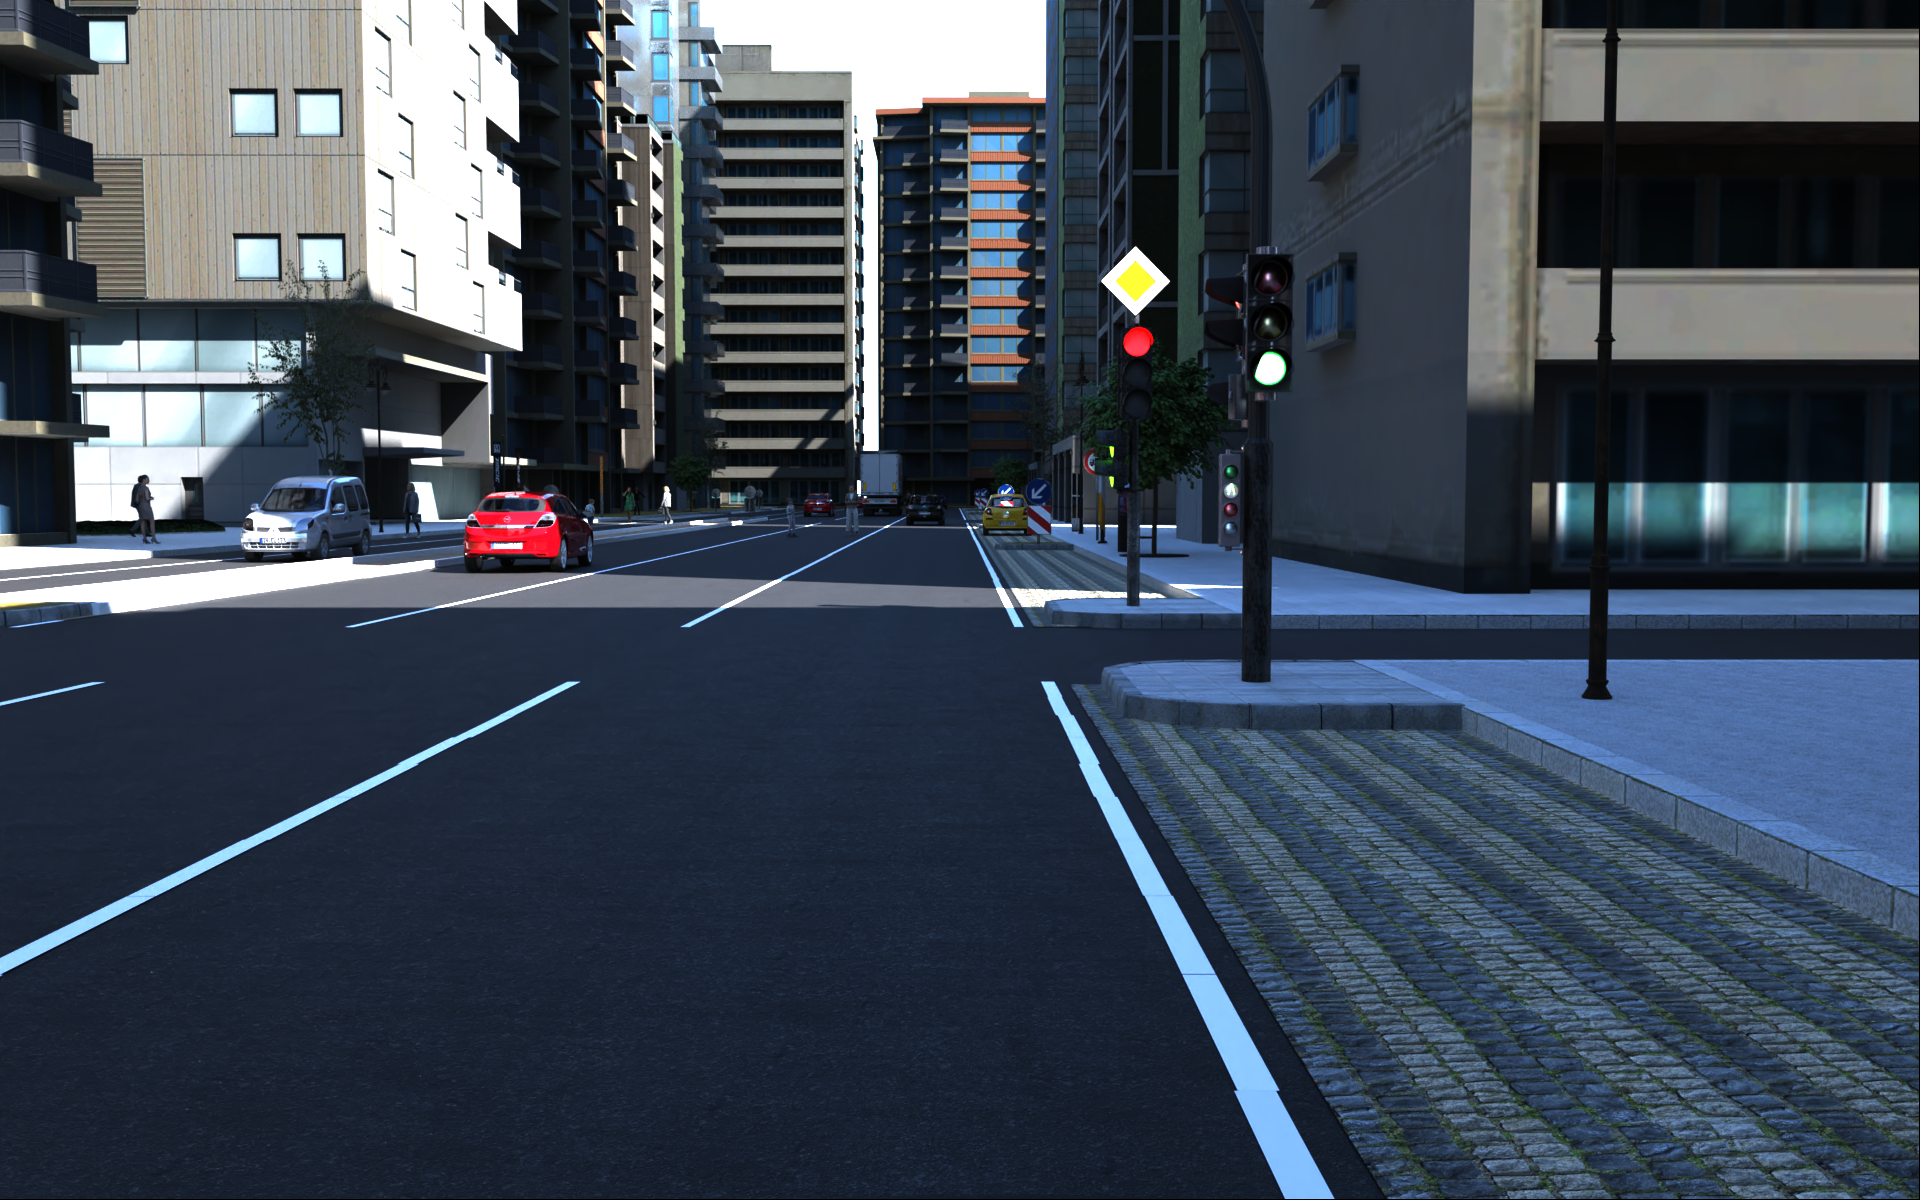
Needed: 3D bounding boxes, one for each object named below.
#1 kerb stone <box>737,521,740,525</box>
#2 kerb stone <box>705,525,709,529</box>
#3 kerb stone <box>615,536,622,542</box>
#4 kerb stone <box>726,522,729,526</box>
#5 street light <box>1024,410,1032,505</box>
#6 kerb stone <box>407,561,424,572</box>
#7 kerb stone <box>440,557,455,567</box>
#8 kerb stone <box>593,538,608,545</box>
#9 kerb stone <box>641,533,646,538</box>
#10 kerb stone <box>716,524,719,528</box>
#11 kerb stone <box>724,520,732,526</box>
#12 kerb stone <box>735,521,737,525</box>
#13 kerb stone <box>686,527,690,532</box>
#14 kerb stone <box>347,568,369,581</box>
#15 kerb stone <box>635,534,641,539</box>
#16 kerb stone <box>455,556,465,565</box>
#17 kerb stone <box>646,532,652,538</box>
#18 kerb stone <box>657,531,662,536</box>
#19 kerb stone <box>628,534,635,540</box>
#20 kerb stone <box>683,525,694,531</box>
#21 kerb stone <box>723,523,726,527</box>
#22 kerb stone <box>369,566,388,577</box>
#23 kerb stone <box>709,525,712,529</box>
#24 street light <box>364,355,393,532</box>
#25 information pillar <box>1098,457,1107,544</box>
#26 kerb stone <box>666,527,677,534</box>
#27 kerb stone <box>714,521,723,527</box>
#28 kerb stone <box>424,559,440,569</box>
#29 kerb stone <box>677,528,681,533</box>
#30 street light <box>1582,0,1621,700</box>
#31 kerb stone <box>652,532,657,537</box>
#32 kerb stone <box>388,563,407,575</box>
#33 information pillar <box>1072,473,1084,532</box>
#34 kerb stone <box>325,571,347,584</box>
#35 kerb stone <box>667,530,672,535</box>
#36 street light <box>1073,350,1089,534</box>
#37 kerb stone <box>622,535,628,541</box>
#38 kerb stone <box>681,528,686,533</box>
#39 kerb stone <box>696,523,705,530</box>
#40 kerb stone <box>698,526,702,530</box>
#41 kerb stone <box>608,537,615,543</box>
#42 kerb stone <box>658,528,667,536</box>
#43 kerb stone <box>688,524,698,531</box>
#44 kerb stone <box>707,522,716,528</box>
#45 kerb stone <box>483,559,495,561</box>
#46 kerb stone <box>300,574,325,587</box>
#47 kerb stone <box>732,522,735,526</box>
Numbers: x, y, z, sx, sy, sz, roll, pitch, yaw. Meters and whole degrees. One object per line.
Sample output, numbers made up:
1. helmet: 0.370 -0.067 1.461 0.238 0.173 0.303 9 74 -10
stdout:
1. kerb stone: -10.442 -3.558 80.376 0.120 0.150 1.000 0 4 0
2. kerb stone: -10.393 -2.932 70.128 0.120 0.150 1.000 0 4 0
3. kerb stone: -10.311 -1.795 51.670 0.120 0.150 1.000 0 4 0
4. kerb stone: -10.424 -3.307 76.269 0.120 0.150 1.000 0 4 0
5. street light: 3.680 -7.408 93.906 0.468 5.910 1.993 0 4 0
6. kerb stone: -10.219 -0.610 32.185 0.120 0.150 1.000 0 4 0
7. kerb stone: -10.237 -0.733 34.237 0.120 0.150 1.000 0 4 0
8. kerb stone: -10.306 -1.678 49.624 0.120 0.150 1.000 0 4 0
9. kerb stone: -10.331 -2.053 55.762 0.120 0.150 1.000 0 4 0
10. kerb stone: -10.403 -3.119 73.197 0.120 0.150 1.000 0 4 0
11. kerb stone: -10.429 -3.371 77.305 0.120 0.150 1.000 0 4 0
12. kerb stone: -10.432 -3.496 79.350 0.120 0.150 1.000 0 4 0
13. kerb stone: -10.379 -2.616 65.009 0.120 0.150 1.000 0 4 0
14. kerb stone: -10.213 -0.415 29.110 0.120 0.150 1.000 0 4 0
15. kerb stone: -10.327 -1.991 54.740 0.120 0.150 1.000 0 4 0
16. kerb stone: -10.242 -0.796 35.264 0.120 0.150 1.000 0 4 0
17. kerb stone: -10.332 -2.116 56.786 0.120 0.150 1.000 0 4 0
18. kerb stone: -10.339 -2.241 58.848 0.120 0.150 1.000 0 4 0
19. kerb stone: -10.315 -1.924 53.718 0.120 0.150 1.000 0 4 0
20. kerb stone: -10.380 -2.681 66.031 0.120 0.150 1.000 0 4 0
21. kerb stone: -10.423 -3.244 75.242 0.120 0.150 1.000 0 4 0
22. kerb stone: -10.217 -0.480 30.132 0.120 0.150 1.000 0 4 0
23. kerb stone: -10.404 -2.990 71.150 0.120 0.150 1.000 0 4 0
24. street light: -19.418 -5.208 57.933 0.468 5.910 1.993 0 4 0
25. information pillar: 3.683 -3.274 44.878 0.183 3.616 0.504 1 4 17
26. kerb stone: -10.360 -2.429 61.917 0.120 0.150 1.000 0 4 0
27. kerb stone: -10.408 -3.182 74.219 0.120 0.150 1.000 0 4 0
28. kerb stone: -10.240 -0.671 33.214 0.120 0.150 1.000 0 4 0
29. kerb stone: -10.364 -2.492 62.942 0.120 0.150 1.000 0 4 0
30. street light: 4.002 -2.319 10.705 0.468 5.910 1.993 0 4 0
31. kerb stone: -10.349 -2.179 57.820 0.120 0.150 1.000 0 4 0
32. kerb stone: -10.214 -0.548 31.163 0.120 0.150 1.000 0 4 0
33. information pillar: 4.027 -3.349 59.240 0.304 2.012 0.304 -2 4 -33
34. kerb stone: -10.211 -0.355 28.088 0.120 0.150 1.000 0 4 0
35. kerb stone: -10.349 -2.367 60.895 0.120 0.150 1.000 0 4 0
36. street light: 3.909 -5.076 55.773 0.468 5.910 1.993 0 4 0
37. kerb stone: -10.320 -1.865 52.692 0.120 0.150 1.000 0 4 0
38. kerb stone: -10.366 -2.555 63.973 0.120 0.150 1.000 0 4 0
39. kerb stone: -10.388 -2.869 69.104 0.120 0.150 1.000 0 4 0
40. kerb stone: -10.387 -2.806 68.078 0.120 0.150 1.000 0 4 0
41. kerb stone: -10.307 -1.740 50.646 0.120 0.150 1.000 0 4 0
42. kerb stone: -10.348 -2.301 59.873 0.120 0.150 1.000 0 4 0
43. kerb stone: -10.377 -2.743 67.056 0.120 0.150 1.000 0 4 0
44. kerb stone: -10.408 -3.057 72.172 0.120 0.150 1.000 0 4 0
45. kerb stone: -10.247 -0.921 37.313 0.120 0.150 1.000 0 4 0
46. kerb stone: -10.204 -0.297 27.052 0.120 0.150 1.000 0 4 0
47. kerb stone: -10.430 -3.433 78.327 0.120 0.150 1.000 0 4 0
